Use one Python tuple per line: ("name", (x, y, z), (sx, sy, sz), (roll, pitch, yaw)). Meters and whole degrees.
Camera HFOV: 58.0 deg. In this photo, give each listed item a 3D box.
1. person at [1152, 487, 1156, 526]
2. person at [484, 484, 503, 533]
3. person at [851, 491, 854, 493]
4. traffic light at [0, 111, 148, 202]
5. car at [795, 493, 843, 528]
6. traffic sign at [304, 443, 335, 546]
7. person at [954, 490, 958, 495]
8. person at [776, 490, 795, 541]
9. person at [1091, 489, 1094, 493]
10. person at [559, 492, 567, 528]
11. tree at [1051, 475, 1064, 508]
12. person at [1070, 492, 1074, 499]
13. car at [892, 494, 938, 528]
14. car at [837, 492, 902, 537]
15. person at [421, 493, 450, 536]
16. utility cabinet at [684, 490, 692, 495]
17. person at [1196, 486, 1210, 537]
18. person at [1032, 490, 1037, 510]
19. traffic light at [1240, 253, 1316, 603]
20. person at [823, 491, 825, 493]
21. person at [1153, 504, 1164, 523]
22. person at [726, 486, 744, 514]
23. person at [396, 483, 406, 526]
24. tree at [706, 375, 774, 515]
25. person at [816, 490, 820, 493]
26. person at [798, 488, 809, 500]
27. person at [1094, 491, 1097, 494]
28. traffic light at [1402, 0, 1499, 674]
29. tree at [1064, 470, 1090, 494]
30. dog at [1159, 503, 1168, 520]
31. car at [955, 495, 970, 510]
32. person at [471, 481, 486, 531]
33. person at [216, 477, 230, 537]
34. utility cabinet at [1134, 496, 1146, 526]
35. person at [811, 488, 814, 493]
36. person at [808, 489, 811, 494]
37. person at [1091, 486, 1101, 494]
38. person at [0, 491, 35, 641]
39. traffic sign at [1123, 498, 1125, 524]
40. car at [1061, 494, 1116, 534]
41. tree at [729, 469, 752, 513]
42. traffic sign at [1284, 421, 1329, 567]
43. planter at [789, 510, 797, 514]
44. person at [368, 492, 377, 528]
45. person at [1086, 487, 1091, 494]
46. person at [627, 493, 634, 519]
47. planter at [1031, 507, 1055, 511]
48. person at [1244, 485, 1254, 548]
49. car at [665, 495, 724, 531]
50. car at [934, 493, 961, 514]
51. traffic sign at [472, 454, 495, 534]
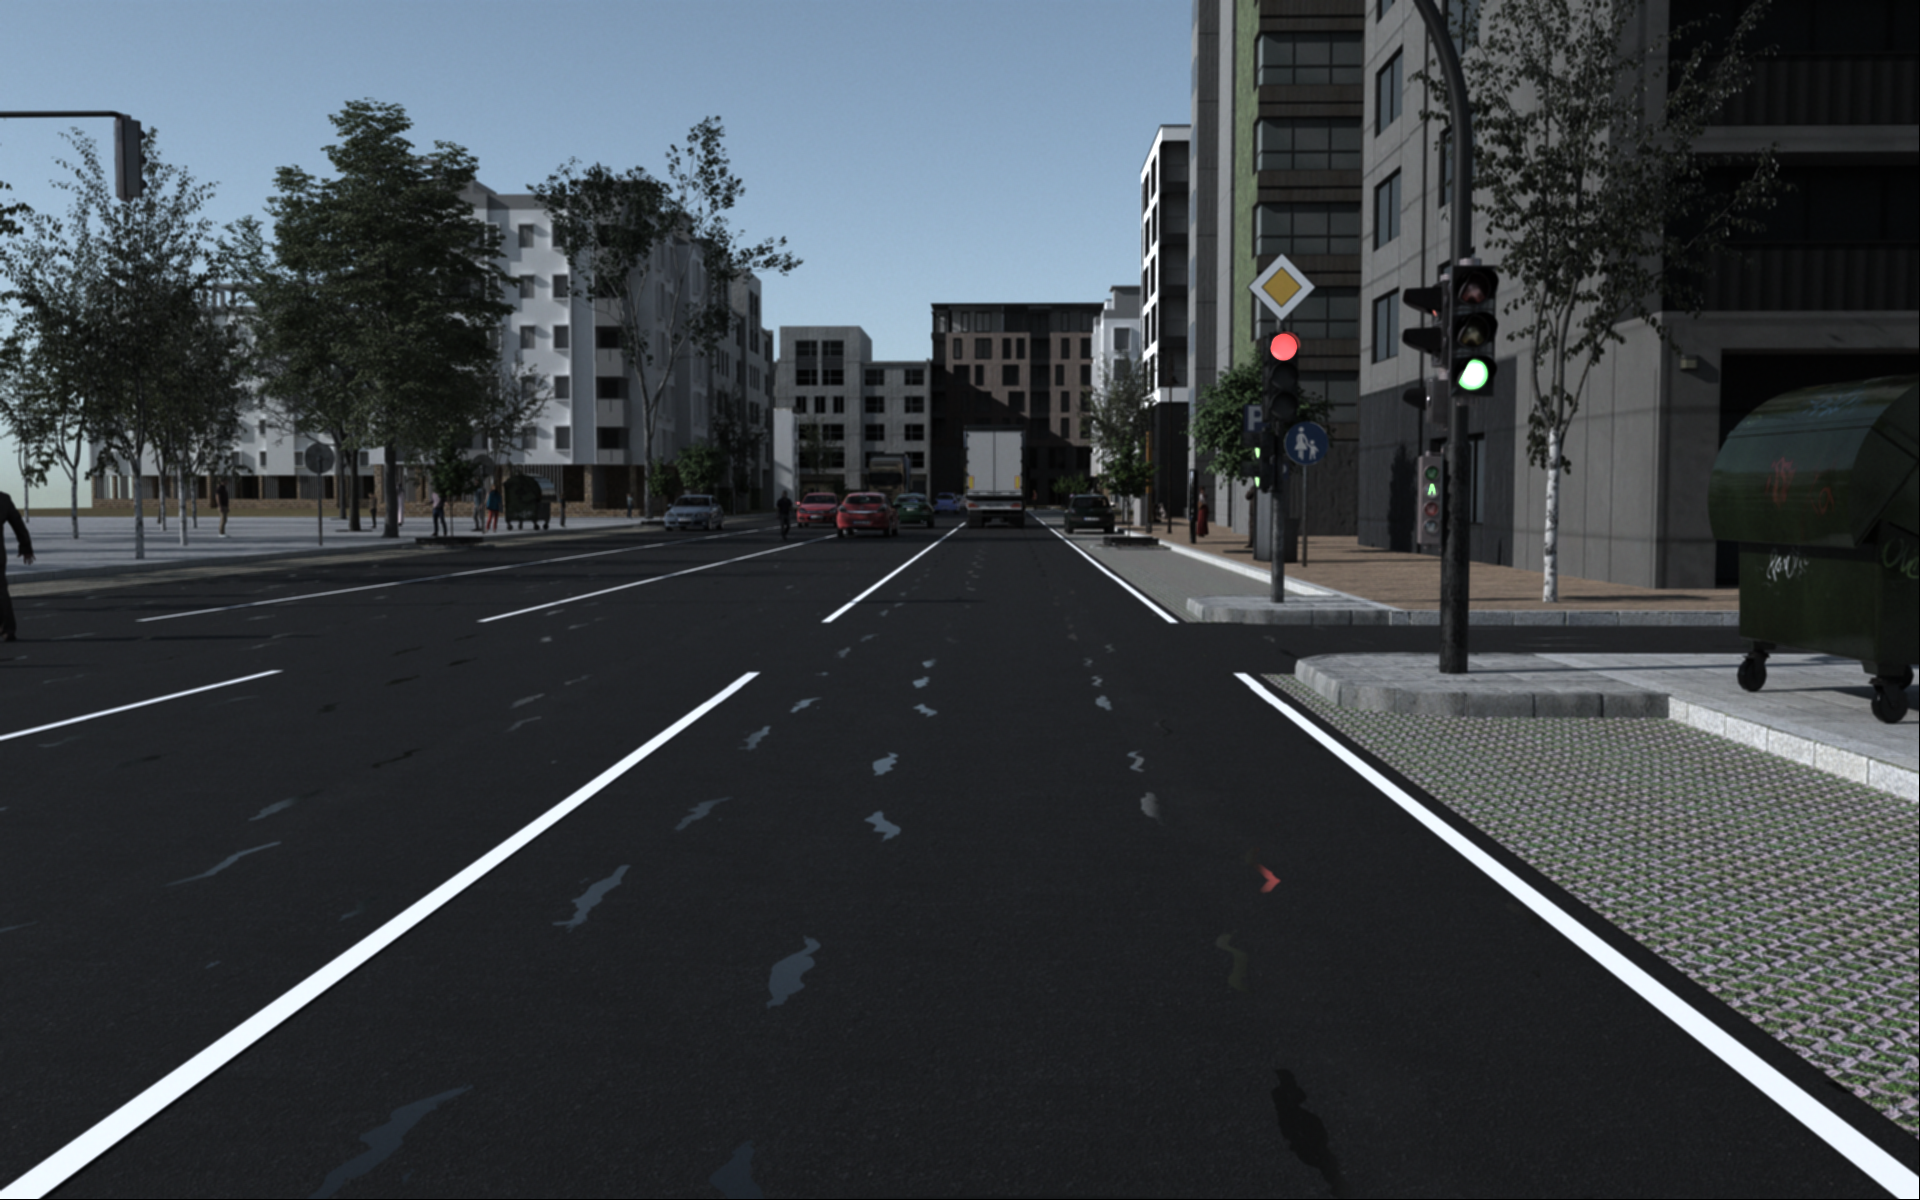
("person", (7.764, -3.942, 70.623), (0.434, 1.807, 0.598), (2, 4, 34))
("person", (-15.549, -3.057, 57.725), (0.593, 1.614, 0.444), (0, 4, -8))
("person", (-10.626, -9.994, 172.728), (0.721, 1.723, 1.217), (0, 4, -8))
("traffic light", (-12.211, -2.820, 20.778), (4.771, 5.953, 1.251), (0, 4, 1))
("car", (-6.020, -4.037, 75.038), (2.155, 1.783, 4.494), (0, 3, 0))
("traffic sign", (-15.888, -2.622, 42.968), (0.768, 2.556, 0.104), (0, 4, 3))
("person", (-0.508, -10.004, 171.696), (1.348, 1.869, 0.705), (2, 4, 35))
("person", (-5.367, -2.618, 53.520), (0.569, 1.553, 0.471), (0, 4, 6))
("person", (10.967, -8.264, 141.892), (0.721, 1.736, 1.217), (1, 4, 8))
("person", (-15.125, -3.432, 66.072), (0.340, 1.345, 0.435), (-2, 4, -26))
("tree", (9.624, -10.261, 162.365), (1.663, 3.219, 1.824), (0, 3, 0))
("person", (10.248, -9.096, 157.996), (0.421, 1.427, 0.697), (0, 4, 2))
("car", (-2.023, -3.780, 73.597), (2.131, 1.459, 4.920), (0, 4, 0))
("car", (-3.094, -3.042, 58.783), (2.155, 1.783, 4.494), (0, 4, 3))
("person", (-15.871, -2.732, 52.671), (0.963, 1.587, 0.435), (1, 4, 9))
("utility cabinet", (-14.250, -5.032, 90.953), (0.318, 1.500, 1.173), (0, 4, -4))
("person", (7.218, -2.628, 51.476), (0.387, 1.526, 0.523), (1, 4, 14))
("person", (6.861, -9.214, 159.114), (0.705, 1.831, 1.348), (-1, 4, -12))
("traffic light", (3.731, -1.922, 20.343), (0.839, 4.253, 0.868), (0, 4, 1))
("person", (-14.011, -10.300, 177.630), (1.217, 1.735, 0.721), (2, 4, 33))
("person", (8.913, -3.911, 78.267), (0.655, 0.850, 0.859), (1, 4, 11))
("person", (-14.445, -6.396, 110.711), (1.348, 1.812, 0.705), (2, 4, 24))
("person", (-22.581, -3.850, 69.663), (0.551, 1.740, 0.621), (-3, 4, -36))
("tree", (-13.935, -9.629, 107.800), (4.360, 8.622, 3.978), (0, 3, 0))
("person", (-9.863, -6.771, 119.879), (0.621, 1.740, 0.551), (1, 4, 20))
("person", (-14.267, -9.381, 159.565), (1.348, 1.807, 0.705), (-1, 4, -16))
("person", (7.534, -5.407, 97.644), (0.628, 1.438, 0.799), (0, 4, 3))
("traffic light", (1.429, -2.300, 12.274), (4.771, 5.953, 1.251), (0, 4, 1))
("tree", (9.793, -8.845, 139.213), (1.663, 3.219, 1.824), (0, 3, 0))
("dog", (10.234, -4.455, 87.223), (0.513, 0.831, 0.800), (1, 4, 11))
("car", (-0.150, -8.598, 152.934), (2.083, 1.381, 4.827), (0, 4, 2))
("person", (-16.556, -3.262, 59.498), (0.434, 1.807, 0.598), (-2, 4, -34))
("person", (-21.958, -2.783, 51.680), (0.434, 1.807, 0.598), (0, 4, 5))
("utility cabinet", (7.243, -3.570, 69.532), (0.306, 1.237, 1.020), (-1, 4, -10))
("person", (-9.997, -6.656, 117.295), (1.348, 1.831, 0.705), (-3, 5, -39))
("person", (-14.920, -10.129, 171.647), (0.705, 1.824, 1.348), (-3, 5, -44))
("person", (8.906, -6.566, 113.489), (1.348, 1.812, 0.705), (3, 4, 36))
("person", (-9.539, -0.475, 16.821), (0.990, 1.755, 0.434), (-3, 5, -39))
("traffic sign", (7.004, -4.523, 74.058), (0.768, 2.556, 0.104), (0, 4, 4))
("car", (4.692, -3.256, 63.015), (2.009, 1.686, 4.222), (0, 4, 2))
("tree", (-14.819, -7.604, 118.927), (1.663, 3.219, 1.824), (0, 3, 0))
("traffic sign", (6.070, -1.855, 30.430), (0.768, 2.556, 0.104), (0, 4, 3))
("planter", (-11.317, -6.276, 123.747), (1.991, 0.319, 1.994), (0, 4, 1))
("person", (-22.046, -3.369, 65.035), (0.435, 1.345, 0.340), (3, 4, 36))
("person", (7.809, -5.946, 104.042), (0.721, 1.735, 1.217), (-1, 4, -17))
("person", (-17.150, -4.897, 90.016), (0.435, 1.345, 0.340), (1, 4, 14))
("planter", (7.149, -7.847, 149.441), (1.991, 0.319, 1.994), (0, 4, 1))
("person", (7.059, -2.113, 41.272), (0.600, 1.739, 0.565), (3, 4, 37))
("car", (-10.470, -3.458, 68.539), (2.014, 1.417, 4.499), (0, 4, 2))
("car", (-0.944, -7.010, 124.199), (1.945, 1.707, 3.694), (0, 4, 3))
("traffic sign", (-15.245, -3.378, 55.342), (0.768, 2.556, 0.104), (0, 4, 6))
